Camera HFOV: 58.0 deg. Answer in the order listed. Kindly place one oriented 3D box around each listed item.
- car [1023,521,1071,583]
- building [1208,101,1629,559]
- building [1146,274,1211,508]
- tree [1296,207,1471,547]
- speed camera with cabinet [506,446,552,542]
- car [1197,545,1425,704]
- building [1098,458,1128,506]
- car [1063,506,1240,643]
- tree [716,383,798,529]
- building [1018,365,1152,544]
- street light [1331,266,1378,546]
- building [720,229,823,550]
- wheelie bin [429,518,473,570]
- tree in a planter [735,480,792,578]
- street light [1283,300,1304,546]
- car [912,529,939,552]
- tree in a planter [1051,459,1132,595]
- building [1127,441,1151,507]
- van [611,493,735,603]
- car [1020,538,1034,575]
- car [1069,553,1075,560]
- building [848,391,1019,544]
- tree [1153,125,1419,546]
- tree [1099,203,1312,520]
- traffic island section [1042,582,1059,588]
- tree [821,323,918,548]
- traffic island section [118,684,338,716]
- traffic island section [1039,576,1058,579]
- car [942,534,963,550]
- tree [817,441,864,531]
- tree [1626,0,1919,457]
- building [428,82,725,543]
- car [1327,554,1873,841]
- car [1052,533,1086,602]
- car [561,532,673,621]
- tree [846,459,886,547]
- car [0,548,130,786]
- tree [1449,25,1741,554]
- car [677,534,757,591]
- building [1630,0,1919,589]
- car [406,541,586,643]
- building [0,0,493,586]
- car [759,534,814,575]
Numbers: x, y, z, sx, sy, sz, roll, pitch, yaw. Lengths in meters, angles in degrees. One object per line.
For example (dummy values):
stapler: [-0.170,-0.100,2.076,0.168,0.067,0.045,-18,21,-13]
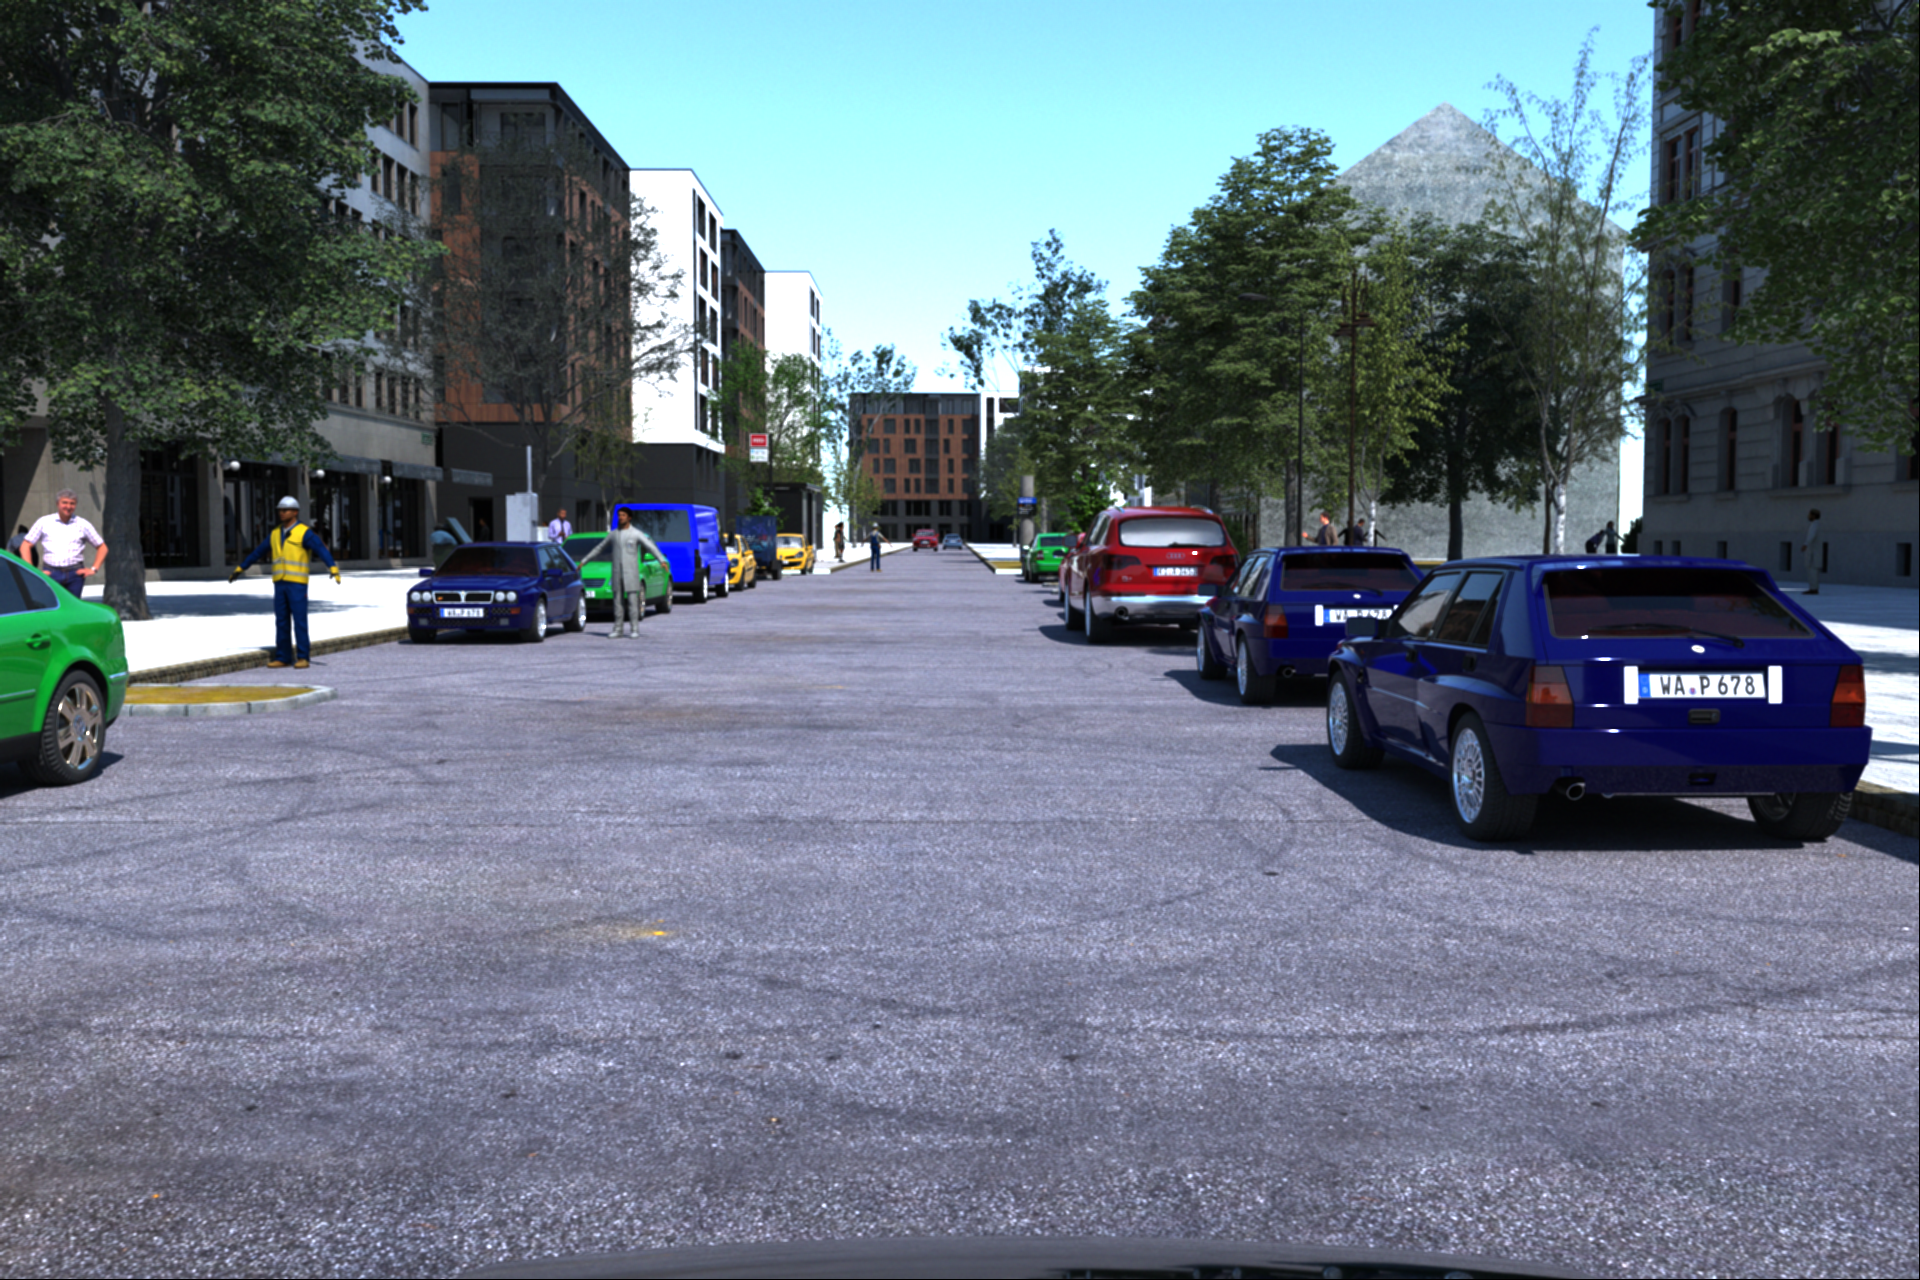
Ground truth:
car: [2.886,-2.626,51.739,1.959,1.807,4.718,0,4,-1]
building: [24.599,-16.300,97.439,19.493,23.208,18.063,0,4,0]
building: [23.182,-17.420,115.741,19.493,23.208,18.063,0,4,0]
tree: [9.597,-5.486,40.066,4.737,8.622,4.395,0,3,0]
speed camera with cabinet: [-9.874,-2.774,39.691,0.660,3.252,2.038,0,3,0]
car: [3.224,-0.204,15.908,1.945,1.354,3.894,0,3,0]
building: [21.014,-15.243,191.372,9.099,9.664,28.070,0,4,-1]
car: [2.632,-0.953,24.252,2.281,1.827,5.304,0,4,-2]
tree: [-9.642,-8.173,83.984,4.360,8.622,3.978,0,3,0]
building: [21.447,-23.354,225.818,27.936,21.610,32.646,0,4,-1]
street light: [6.833,-3.510,30.169,0.468,5.910,1.993,0,4,0]
building: [-25.605,-17.647,132.496,27.936,21.610,32.646,0,4,0]
wheelie bin: [-9.758,-1.548,33.214,0.693,1.594,0.980,0,4,-1]
tree in a planter: [-6.584,-3.651,56.913,1.991,3.239,1.994,0,4,1]
street light: [7.149,-3.735,33.610,1.470,5.913,1.316,0,4,-1]
car: [-2.860,-8.272,143.924,2.281,1.827,5.304,0,3,0]
tree in a planter: [3.186,-2.701,41.389,1.991,3.239,1.994,0,4,1]
building: [19.616,-12.246,142.364,9.099,9.664,28.070,0,4,0]
van: [-6.179,-2.020,37.403,2.240,2.365,5.245,0,3,0]
car: [3.037,-2.846,59.118,1.945,1.354,3.894,0,4,-1]
car: [2.965,-1.241,29.326,2.155,1.783,4.494,0,4,-1]
building: [-0.229,-25.259,259.419,32.646,21.610,27.936,0,4,-5]
tree: [9.002,-8.012,49.121,7.486,12.596,7.792,0,3,0]
tree: [8.533,-8.683,60.099,7.486,12.596,7.792,0,3,0]
traffic island section: [3.252,-1.492,47.254,1.991,0.108,1.994,0,4,0]
tree: [-11.004,-18.432,157.256,12.611,20.169,13.585,0,3,0]
traffic island section: [-6.410,0.506,14.593,1.991,0.108,1.994,0,4,0]
traffic island section: [3.166,-2.015,55.807,1.991,0.108,1.994,0,4,-1]
car: [-0.705,-9.040,159.805,2.014,1.417,4.499,0,4,-1]
tree: [-9.254,-11.363,136.142,4.737,8.622,4.395,0,3,0]
tree: [9.242,-5.904,14.658,7.486,12.596,7.792,0,3,0]
building: [-28.892,-15.345,94.873,27.936,21.610,32.646,0,4,-1]
car: [3.193,0.192,9.440,1.945,1.354,3.894,0,4,-2]
car: [2.991,-1.606,35.302,2.155,1.783,4.494,0,4,0]
car: [-6.115,-1.293,29.935,1.959,1.807,4.718,0,4,0]
tree: [-9.259,-13.342,168.506,4.737,8.622,4.395,0,3,0]
car: [-5.924,0.015,8.551,1.959,1.807,4.718,0,4,0]
tree: [8.880,-4.627,26.018,4.360,8.622,3.978,0,3,0]
car: [-6.262,-2.098,44.527,2.015,1.641,3.980,0,3,0]
building: [28.598,-15.768,45.202,14.401,28.519,23.554,0,4,0]
car: [-6.377,-0.702,24.059,1.945,1.354,3.894,0,4,0]
building: [-30.973,-15.433,54.495,24.374,26.755,37.873,0,3,0]
car: [-6.239,-3.180,62.217,2.015,1.641,3.980,0,4,0]
